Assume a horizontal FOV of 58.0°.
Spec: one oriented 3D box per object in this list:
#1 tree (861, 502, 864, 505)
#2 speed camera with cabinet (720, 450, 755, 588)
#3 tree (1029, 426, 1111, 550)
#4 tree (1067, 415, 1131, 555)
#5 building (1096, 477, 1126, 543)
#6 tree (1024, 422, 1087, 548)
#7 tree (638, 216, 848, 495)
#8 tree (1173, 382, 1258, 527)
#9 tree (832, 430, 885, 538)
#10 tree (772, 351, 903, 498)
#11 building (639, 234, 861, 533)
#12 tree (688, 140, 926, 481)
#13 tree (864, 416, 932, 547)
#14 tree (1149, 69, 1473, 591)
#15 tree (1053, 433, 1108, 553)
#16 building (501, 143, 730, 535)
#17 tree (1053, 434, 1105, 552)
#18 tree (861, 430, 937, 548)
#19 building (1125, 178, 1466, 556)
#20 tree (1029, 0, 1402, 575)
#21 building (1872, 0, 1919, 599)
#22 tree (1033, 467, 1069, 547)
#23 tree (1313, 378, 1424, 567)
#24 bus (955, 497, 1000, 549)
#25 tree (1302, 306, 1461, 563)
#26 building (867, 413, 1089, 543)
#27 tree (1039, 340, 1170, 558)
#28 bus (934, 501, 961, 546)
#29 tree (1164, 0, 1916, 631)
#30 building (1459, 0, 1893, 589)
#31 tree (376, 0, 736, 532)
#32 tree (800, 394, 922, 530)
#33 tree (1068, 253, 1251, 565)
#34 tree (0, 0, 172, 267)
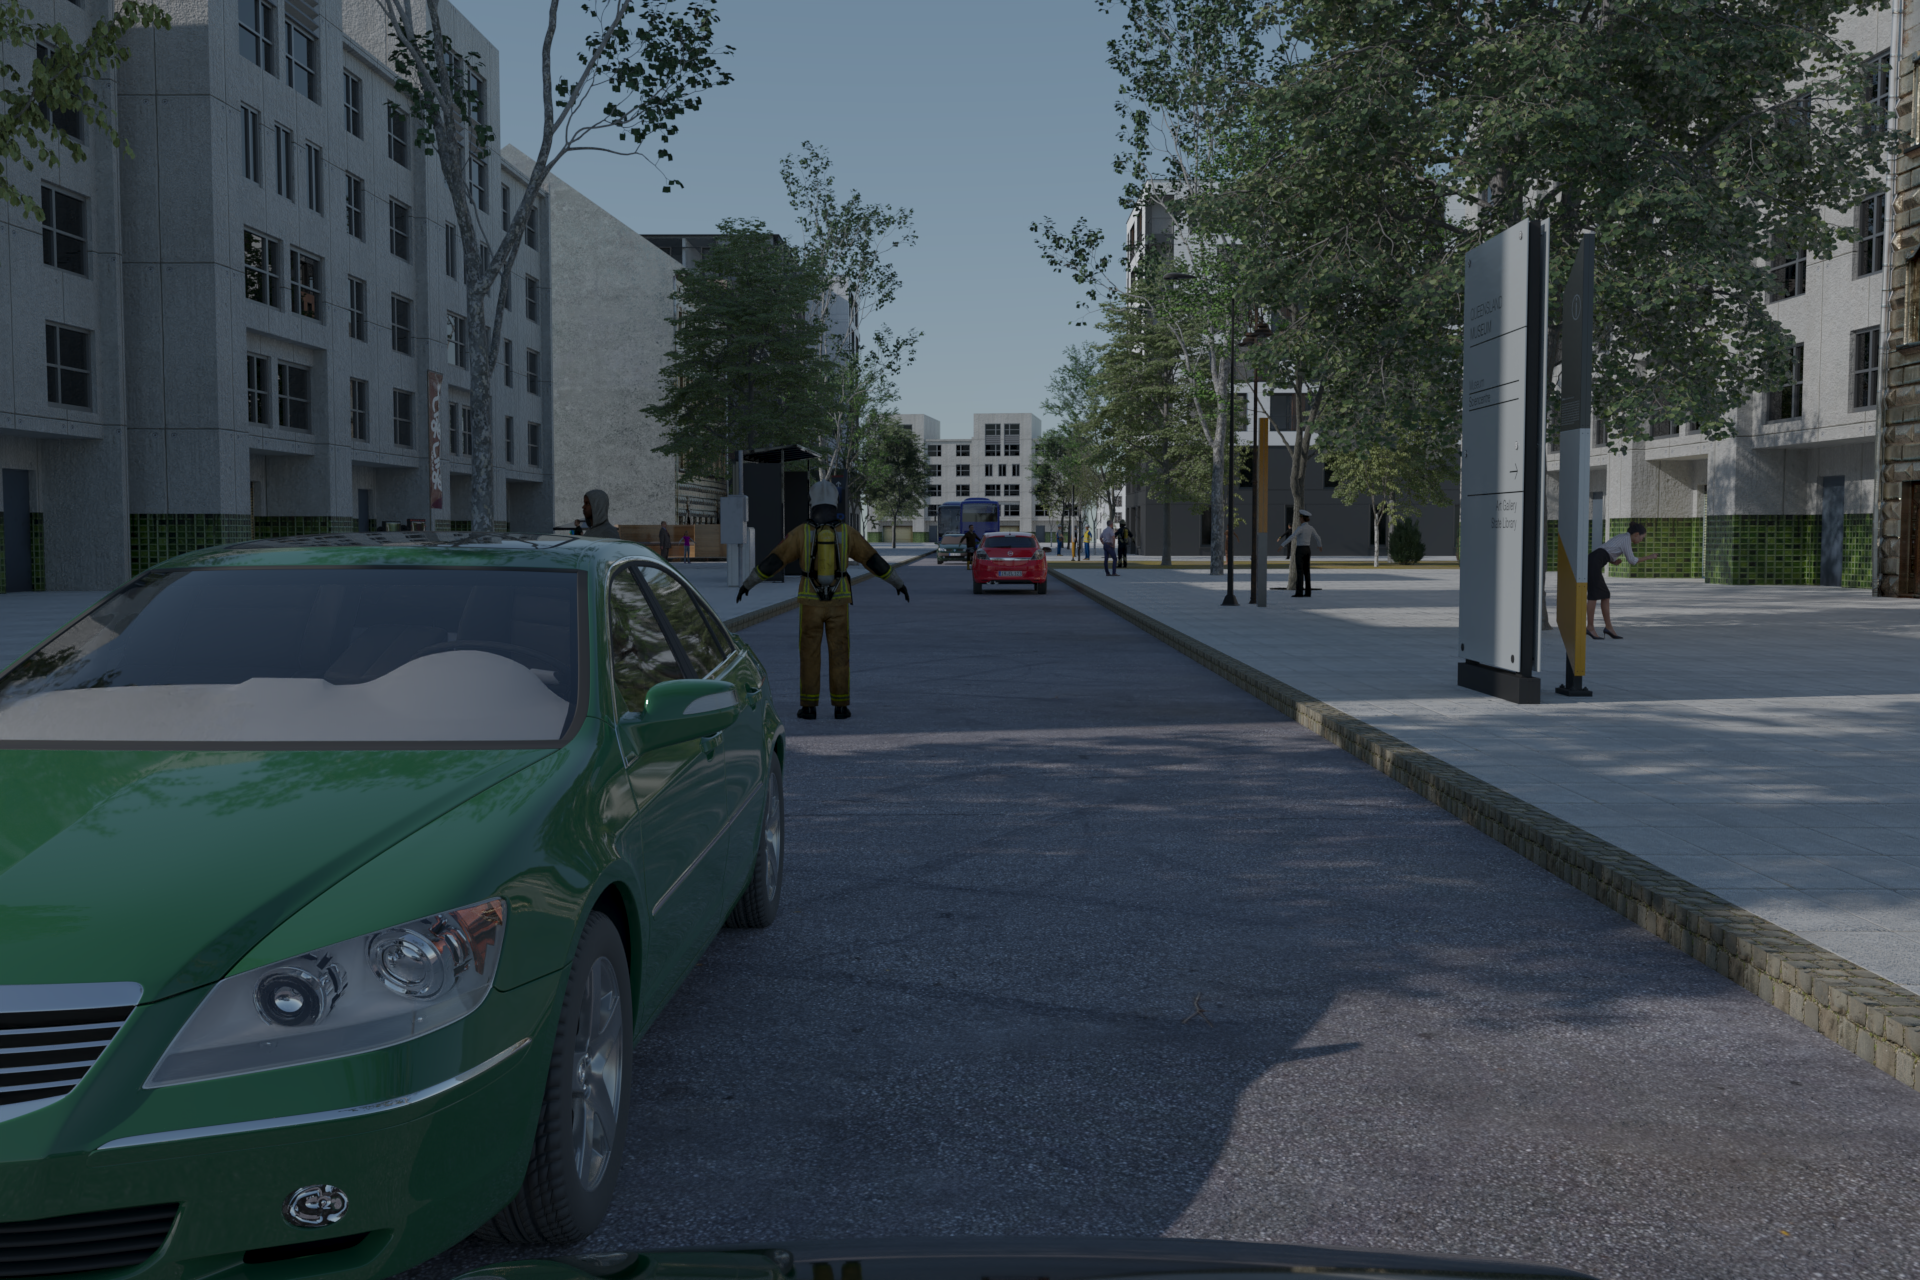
[{"bbox_3d":[-16.171,-18.765,257.163,4.737,8.622,4.395,0,3,0],"label":"tree"},{"bbox_3d":[-5.363,-2.899,41.741,0.660,3.252,2.038,0,4,1],"label":"speed camera with cabinet"},{"bbox_3d":[9.321,-12.780,143.368,7.601,10.594,8.767,-1,4,-12],"label":"tree"},{"bbox_3d":[8.255,-9.551,106.513,4.360,8.622,3.978,0,3,0],"label":"tree"},{"bbox_3d":[24.034,-18.103,238.123,9.099,9.664,28.070,0,4,1],"label":"building"},{"bbox_3d":[9.448,-14.211,158.106,9.928,11.665,9.643,0,3,0],"label":"tree"},{"bbox_3d":[-7.758,-8.856,62.919,7.486,12.596,7.792,0,3,0],"label":"tree"},{"bbox_3d":[11.914,-7.946,80.284,4.737,8.622,4.395,0,3,0],"label":"tree"},{"bbox_3d":[-6.474,-10.035,114.429,4.737,8.622,4.395,0,3,0],"label":"tree"},{"bbox_3d":[-7.048,-10.601,99.087,9.928,11.665,9.643,0,3,0],"label":"tree"},{"bbox_3d":[-22.703,-17.773,134.566,27.936,21.610,32.646,0,4,0],"label":"building"},{"bbox_3d":[-7.847,-14.097,86.378,12.611,20.169,13.585,0,3,0],"label":"tree"},{"bbox_3d":[-6.192,-15.219,166.957,7.486,12.596,7.792,0,3,0],"label":"tree"},{"bbox_3d":[7.775,-6.940,39.232,9.928,11.665,9.643,0,3,0],"label":"tree"},{"bbox_3d":[7.871,-10.123,115.867,4.360,8.622,3.978,0,3,0],"label":"tree"},{"bbox_3d":[-25.084,-16.888,107.043,19.493,23.208,18.063,0,4,1],"label":"building"},{"bbox_3d":[8.593,-10.489,121.860,4.360,8.622,3.978,0,3,0],"label":"tree"},{"bbox_3d":[-6.003,-13.515,155.386,8.767,10.594,7.601,1,4,8],"label":"tree"},{"bbox_3d":[24.868,-16.647,116.159,27.936,21.610,32.646,0,4,1],"label":"building"},{"bbox_3d":[8.617,-12.170,54.869,12.611,20.169,13.585,0,3,0],"label":"tree"},{"bbox_3d":[27.773,-11.904,25.568,19.493,23.208,18.063,0,4,1],"label":"building"},{"bbox_3d":[9.027,-13.409,169.604,4.737,8.622,4.395,0,3,0],"label":"tree"},{"bbox_3d":[16.152,-7.164,67.498,4.737,8.622,4.395,0,3,0],"label":"tree"},{"bbox_3d":[1.188,-7.603,115.863,2.896,3.916,12.251,0,4,-1],"label":"bus"},{"bbox_3d":[19.085,-9.763,77.747,7.486,12.596,7.792,0,3,0],"label":"tree"},{"bbox_3d":[3.080,-23.918,259.971,31.486,18.905,16.747,0,4,8],"label":"building"},{"bbox_3d":[8.096,-10.207,92.634,9.928,11.665,9.643,0,3,0],"label":"tree"},{"bbox_3d":[-0.362,-8.677,133.419,2.896,3.916,12.251,0,4,1],"label":"bus"},{"bbox_3d":[7.514,-7.115,22.989,9.857,13.997,8.962,0,3,0],"label":"tree"},{"bbox_3d":[27.756,-11.298,51.181,16.747,18.905,31.486,0,4,0],"label":"building"},{"bbox_3d":[-7.143,-10.573,28.751,12.611,20.169,13.585,0,3,0],"label":"tree"},{"bbox_3d":[-6.446,-10.606,107.824,8.767,10.594,7.601,0,4,4],"label":"tree"},{"bbox_3d":[8.303,-9.353,71.051,7.486,12.596,7.792,0,3,0],"label":"tree"},{"bbox_3d":[-8.481,-3.888,13.930,4.737,8.622,4.395,0,3,0],"label":"tree"}]
